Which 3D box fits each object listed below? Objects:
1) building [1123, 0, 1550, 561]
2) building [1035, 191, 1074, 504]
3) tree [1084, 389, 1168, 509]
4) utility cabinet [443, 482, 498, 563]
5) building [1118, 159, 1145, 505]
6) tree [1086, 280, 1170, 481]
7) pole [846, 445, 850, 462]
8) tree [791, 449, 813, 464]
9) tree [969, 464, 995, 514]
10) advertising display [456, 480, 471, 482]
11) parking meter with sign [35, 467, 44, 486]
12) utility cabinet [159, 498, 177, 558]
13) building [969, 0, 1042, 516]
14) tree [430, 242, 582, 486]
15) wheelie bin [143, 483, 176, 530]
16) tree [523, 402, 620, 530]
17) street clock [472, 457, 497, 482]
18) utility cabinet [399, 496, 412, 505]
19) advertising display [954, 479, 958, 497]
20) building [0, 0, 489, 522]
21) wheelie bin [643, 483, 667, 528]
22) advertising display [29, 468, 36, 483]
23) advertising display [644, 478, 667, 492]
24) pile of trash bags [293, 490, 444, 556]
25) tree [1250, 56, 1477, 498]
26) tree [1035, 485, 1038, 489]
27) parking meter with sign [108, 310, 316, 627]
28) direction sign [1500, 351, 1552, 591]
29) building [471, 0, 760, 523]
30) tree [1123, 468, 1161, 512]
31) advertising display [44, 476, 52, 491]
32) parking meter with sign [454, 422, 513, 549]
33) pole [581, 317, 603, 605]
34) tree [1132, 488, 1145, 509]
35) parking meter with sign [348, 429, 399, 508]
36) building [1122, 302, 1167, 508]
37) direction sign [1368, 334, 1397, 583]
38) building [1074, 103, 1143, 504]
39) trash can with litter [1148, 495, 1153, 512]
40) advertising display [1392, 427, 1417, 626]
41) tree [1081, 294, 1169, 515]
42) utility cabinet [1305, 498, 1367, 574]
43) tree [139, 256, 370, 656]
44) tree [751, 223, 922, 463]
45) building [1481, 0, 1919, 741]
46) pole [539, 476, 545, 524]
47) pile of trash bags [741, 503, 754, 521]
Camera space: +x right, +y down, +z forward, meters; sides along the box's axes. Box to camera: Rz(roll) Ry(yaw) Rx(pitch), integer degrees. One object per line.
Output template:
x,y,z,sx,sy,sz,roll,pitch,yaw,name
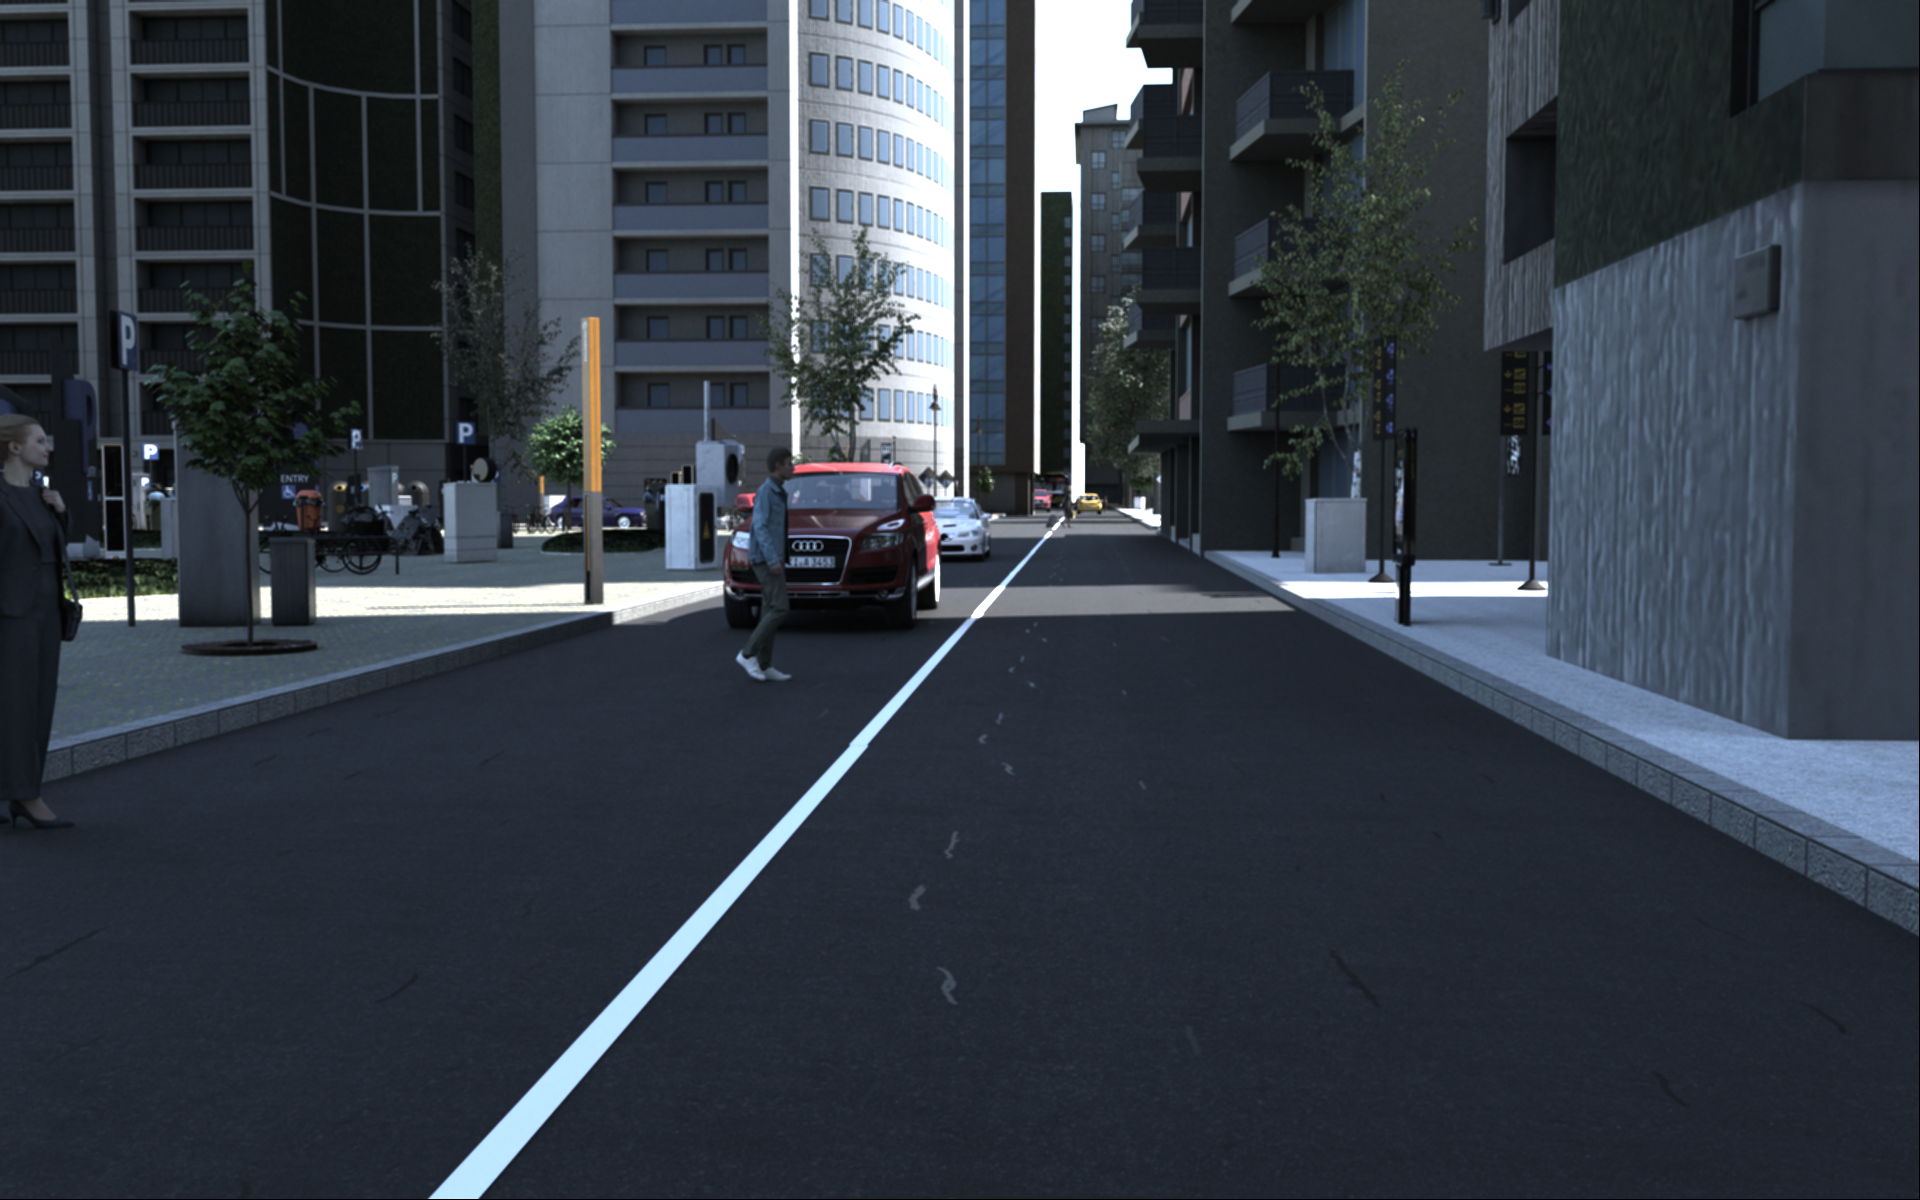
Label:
15.629,-23.903,45.441,22.147,44.769,28.867,0,4,4,building
8.414,-33.797,236.171,14.086,41.232,14.154,0,4,4,building
14.246,-13.498,146.439,9.928,11.665,9.643,0,3,0,tree
-9.188,-1.457,32.493,0.318,1.500,1.173,1,4,23,utility cabinet
26.649,-32.428,213.793,14.154,41.232,14.086,0,4,4,building
10.915,-10.516,88.949,9.611,12.733,9.660,0,3,0,tree
-4.632,-4.791,72.173,0.158,3.312,0.155,0,3,0,pole
-6.794,-4.823,73.456,1.663,3.219,1.824,0,3,0,tree
1.643,-7.075,110.283,1.663,3.219,1.824,0,3,0,tree
-23.067,-4.615,80.661,0.974,1.923,0.123,2,4,31,advertising display
-52.727,-6.328,99.724,0.543,3.016,1.738,1,4,20,parking meter with sign
-13.780,-1.212,30.984,0.306,1.237,1.020,1,4,23,utility cabinet
-1.564,-28.662,118.729,14.600,45.320,14.200,0,4,4,building
-13.602,-6.179,51.389,4.360,8.622,3.978,0,3,0,tree
-23.909,-2.672,51.596,0.980,1.594,0.693,3,5,43,wheelie bin
-13.856,-4.774,61.761,4.285,4.588,4.351,0,3,0,tree
-9.422,-1.822,34.359,0.471,2.002,0.358,2,4,34,street clock
-17.419,-2.578,53.316,1.020,1.237,0.306,-2,4,-24,utility cabinet
-0.189,-4.378,76.800,0.123,1.923,0.974,0,4,3,advertising display
-34.419,-39.439,83.076,20.611,71.187,20.563,0,4,4,building
-8.744,-2.583,50.137,0.693,1.594,0.980,3,5,41,wheelie bin
-17.009,-1.606,31.480,0.123,1.923,0.974,-1,4,-10,advertising display
-12.611,-4.074,71.830,0.974,1.923,0.123,-3,4,-37,advertising display
-12.690,-1.671,37.081,3.447,1.369,1.912,1,4,13,pile of trash bags
6.904,-4.878,30.110,4.737,8.622,4.395,0,3,0,tree
8.227,-12.955,206.419,1.663,3.219,1.824,0,3,0,tree
-7.212,-1.257,16.816,1.738,3.016,0.543,0,4,-8,parking meter with sign
7.639,-1.898,23.035,0.876,3.537,0.379,1,4,17,direction sign
-10.939,-33.503,89.773,21.231,58.520,28.212,0,4,4,building
15.041,-9.482,138.740,4.285,4.588,4.351,0,3,0,tree
-33.153,-3.518,62.740,0.974,1.923,0.123,3,4,38,advertising display
-11.310,-2.754,41.296,1.738,3.016,0.543,3,5,40,parking meter with sign
-4.267,-1.605,20.092,0.158,3.312,0.155,0,3,0,pole
15.721,-9.685,152.953,1.663,3.219,1.824,0,3,0,tree
-15.396,-3.058,46.253,1.738,3.016,0.543,1,4,14,parking meter with sign
30.025,-19.762,168.144,27.650,21.520,28.899,0,4,4,building
6.119,-2.020,25.029,0.379,3.537,0.876,0,4,-5,direction sign
29.654,-39.882,241.305,27.495,52.752,28.713,0,4,4,building
14.696,-7.125,127.544,2.233,1.210,1.678,1,4,14,trash can with litter
4.405,-0.732,17.185,0.123,1.923,0.974,1,4,8,advertising display
12.476,-12.331,108.270,9.857,13.997,8.962,0,3,0,tree
6.105,-1.040,28.165,1.020,1.237,0.306,-2,4,-25,utility cabinet
-5.701,-1.197,14.178,1.663,3.219,1.824,0,3,0,tree
-3.231,-5.882,46.540,4.737,8.622,4.395,0,3,0,tree
11.815,-14.846,14.440,14.160,30.474,14.107,0,4,4,building
-17.728,-4.864,73.369,0.158,3.312,0.155,0,3,0,pole
-5.224,-2.593,52.156,1.912,1.369,3.447,-3,5,-40,pile of trash bags
